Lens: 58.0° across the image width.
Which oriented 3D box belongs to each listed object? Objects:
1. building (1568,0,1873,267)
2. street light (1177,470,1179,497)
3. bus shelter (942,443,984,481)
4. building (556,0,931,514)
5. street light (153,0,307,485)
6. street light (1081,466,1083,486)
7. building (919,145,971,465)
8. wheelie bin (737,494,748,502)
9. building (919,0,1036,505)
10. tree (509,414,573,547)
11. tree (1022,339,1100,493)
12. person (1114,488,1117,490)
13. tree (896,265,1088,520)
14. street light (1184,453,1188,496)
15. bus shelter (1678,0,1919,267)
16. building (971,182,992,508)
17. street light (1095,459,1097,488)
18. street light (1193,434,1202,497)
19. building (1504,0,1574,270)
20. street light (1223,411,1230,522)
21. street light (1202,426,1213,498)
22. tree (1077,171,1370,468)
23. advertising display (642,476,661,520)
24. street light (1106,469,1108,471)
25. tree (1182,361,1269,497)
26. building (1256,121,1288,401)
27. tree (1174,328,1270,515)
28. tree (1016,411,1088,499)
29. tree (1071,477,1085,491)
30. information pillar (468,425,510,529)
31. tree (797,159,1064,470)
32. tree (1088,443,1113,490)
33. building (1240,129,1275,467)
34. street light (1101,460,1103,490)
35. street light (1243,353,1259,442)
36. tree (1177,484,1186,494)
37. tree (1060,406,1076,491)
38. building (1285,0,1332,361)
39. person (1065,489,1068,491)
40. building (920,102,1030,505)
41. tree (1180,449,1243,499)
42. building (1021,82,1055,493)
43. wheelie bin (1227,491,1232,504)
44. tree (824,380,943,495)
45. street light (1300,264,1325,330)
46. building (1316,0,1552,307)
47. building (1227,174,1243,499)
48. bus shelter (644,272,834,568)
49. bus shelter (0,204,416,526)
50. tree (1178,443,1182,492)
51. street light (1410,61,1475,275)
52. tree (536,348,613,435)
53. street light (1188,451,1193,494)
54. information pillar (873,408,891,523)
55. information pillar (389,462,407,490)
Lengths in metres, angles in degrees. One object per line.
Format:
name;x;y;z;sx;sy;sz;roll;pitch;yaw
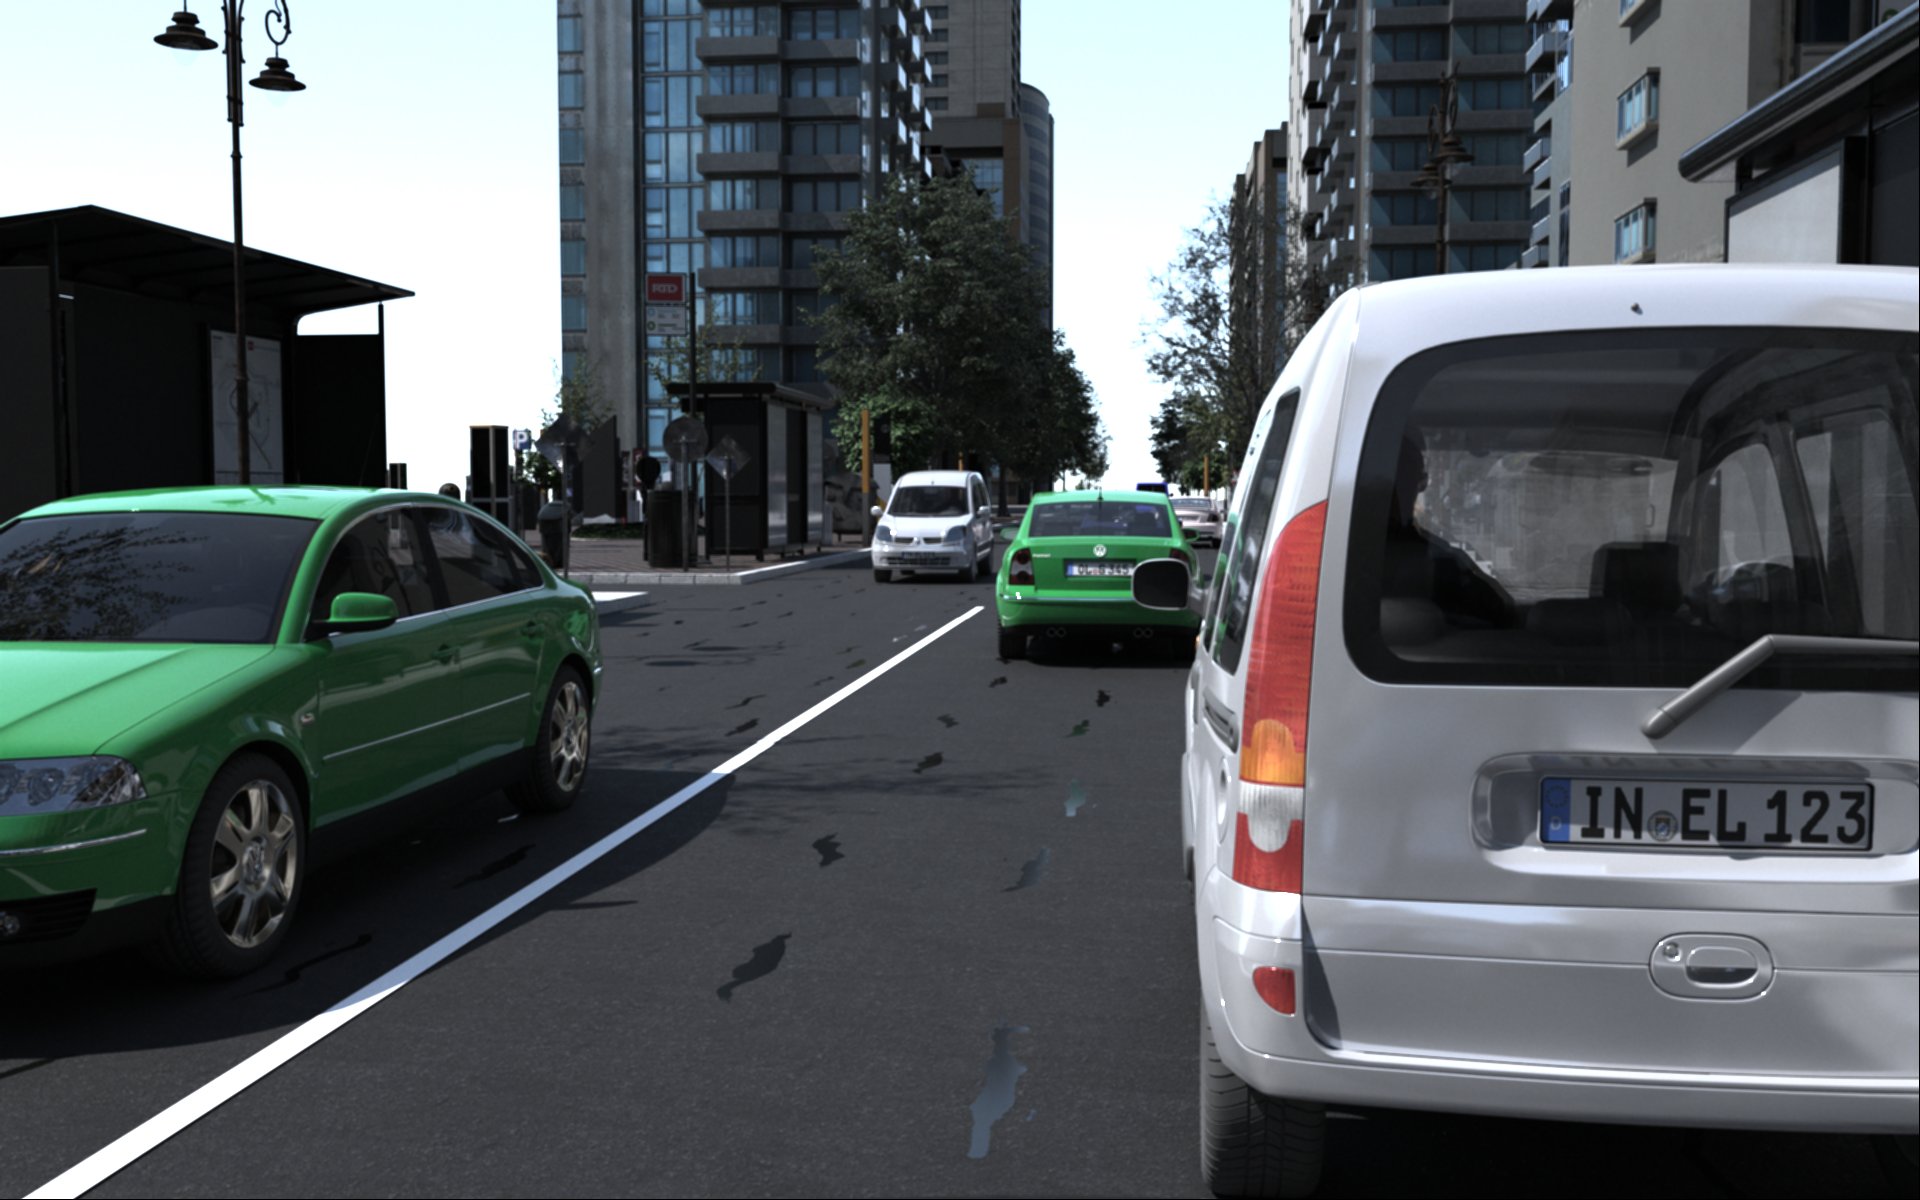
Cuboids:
building;27.235;-25.629;42.733;21.600;48.544;21.300;0;4;7
street light;30.378;-16.210;237.828;0.468;5.910;1.993;0;4;7
bus shelter;0.246;-5.195;76.223;1.731;3.624;6.357;0;4;7
building;-14.070;-30.655;120.814;23.786;49.044;30.456;0;4;7
street light;-5.975;-2.543;14.371;0.468;5.910;1.993;0;4;7
street light;12.157;-12.209;172.404;0.468;5.910;1.993;0;4;7
building;-7.088;-22.767;143.946;14.160;30.474;14.107;0;4;7
wheelie bin;-13.216;-5.983;105.731;0.693;1.594;0.980;-3;5;-42
building;-0.617;-47.843;220.491;20.563;71.187;20.611;0;4;7
tree;-10.043;-2.912;42.207;1.663;3.219;1.824;0;3;0
tree;5.299;-12.401;120.878;7.486;12.596;7.792;0;3;0
person;10.397;-6.543;115.607;1.348;1.807;0.705;-1;4;-13
tree;1.181;-10.289;85.225;9.611;12.733;9.660;0;3;0
street light;23.580;-12.561;178.153;0.468;5.910;1.993;0;4;7
bus shelter;5.232;-1.906;8.797;2.179;5.291;8.768;0;4;7
building;-4.745;-23.625;157.963;14.160;30.474;14.107;0;4;7
street light;16.488;-14.568;210.975;0.468;5.910;1.993;0;4;7
street light;18.282;-9.761;132.386;0.468;5.910;1.993;0;4;7
building;35.559;-46.958;80.439;22.319;86.520;31.000;0;4;7
street light;12.152;-6.504;79.134;0.468;5.910;1.993;0;4;7
street light;15.684;-8.349;109.299;0.468;5.910;1.993;0;4;7
tree;11.450;-9.515;65.934;12.009;13.543;11.850;0;3;0
advertising display;-10.697;-3.361;60.166;0.123;1.923;0.974;2;4;25
street light;21.690;-17.277;255.270;0.468;5.910;1.993;0;4;7
tree;14.465;-8.533;89.882;4.360;8.622;3.978;0;3;0
building;42.952;-34.123;208.029;14.600;45.320;14.200;0;4;7
tree;11.522;-7.641;75.288;4.737;8.622;4.395;0;3;0
tree;4.710;-9.767;110.050;4.737;8.622;4.395;0;3;0
tree;13.361;-12.021;191.142;1.663;3.219;1.824;0;3;0
information pillar;-5.022;-0.858;18.528;0.304;2.012;0.304;1;4;20
tree;-1.003;-9.715;65.497;9.857;13.997;8.962;0;3;0
tree;14.612;-15.212;199.072;4.737;8.622;4.395;0;3;0
building;48.264;-36.800;225.387;21.300;48.544;21.600;0;4;7
street light;19.054;-15.920;233.074;0.468;5.910;1.993;0;4;7
street light;9.562;-5.153;57.038;0.468;5.910;1.993;0;4;7
tree;31.291;-15.173;242.681;1.663;3.219;1.824;0;3;0
tree;9.517;-15.251;159.717;12.009;13.543;11.850;0;3;0
building;43.434;-34.493;153.203;28.713;52.752;27.495;0;4;7
person;6.674;-6.003;107.439;1.217;1.735;0.721;-2;4;-29
building;0.683;-33.802;202.774;14.600;45.320;14.200;0;4;7
tree;16.631;-7.884;112.612;4.285;4.588;4.351;0;3;0
building;1.963;-43.012;245.245;21.231;58.520;28.212;0;4;7
wheelie bin;15.917;-5.689;100.928;0.693;1.594;0.980;0;4;3
tree;-2.124;-4.061;50.113;4.285;4.588;4.351;0;3;0
street light;7.122;-3.800;34.925;0.468;5.910;1.993;0;4;7
building;37.648;-30.886;124.599;23.786;49.044;30.456;0;4;7
building;49.551;-38.139;247.270;21.300;48.544;21.600;0;4;7
bus shelter;-4.337;-3.448;34.014;2.179;5.291;8.768;0;4;6
bus shelter;-7.532;-1.589;17.267;1.731;3.624;6.357;0;4;7
tree;23.569;-13.152;165.396;4.360;8.622;3.978;0;3;0
street light;5.274;-2.832;19.091;0.468;5.910;1.993;0;4;7
tree;-19.630;-8.414;87.929;4.737;8.622;4.395;0;3;0
street light;21.008;-11.175;155.497;0.468;5.910;1.993;0;4;7
information pillar;-2.110;-3.424;47.330;0.504;3.616;0.183;0;4;-1
information pillar;-13.081;-2.194;40.356;0.304;2.012;0.304;1;4;18
